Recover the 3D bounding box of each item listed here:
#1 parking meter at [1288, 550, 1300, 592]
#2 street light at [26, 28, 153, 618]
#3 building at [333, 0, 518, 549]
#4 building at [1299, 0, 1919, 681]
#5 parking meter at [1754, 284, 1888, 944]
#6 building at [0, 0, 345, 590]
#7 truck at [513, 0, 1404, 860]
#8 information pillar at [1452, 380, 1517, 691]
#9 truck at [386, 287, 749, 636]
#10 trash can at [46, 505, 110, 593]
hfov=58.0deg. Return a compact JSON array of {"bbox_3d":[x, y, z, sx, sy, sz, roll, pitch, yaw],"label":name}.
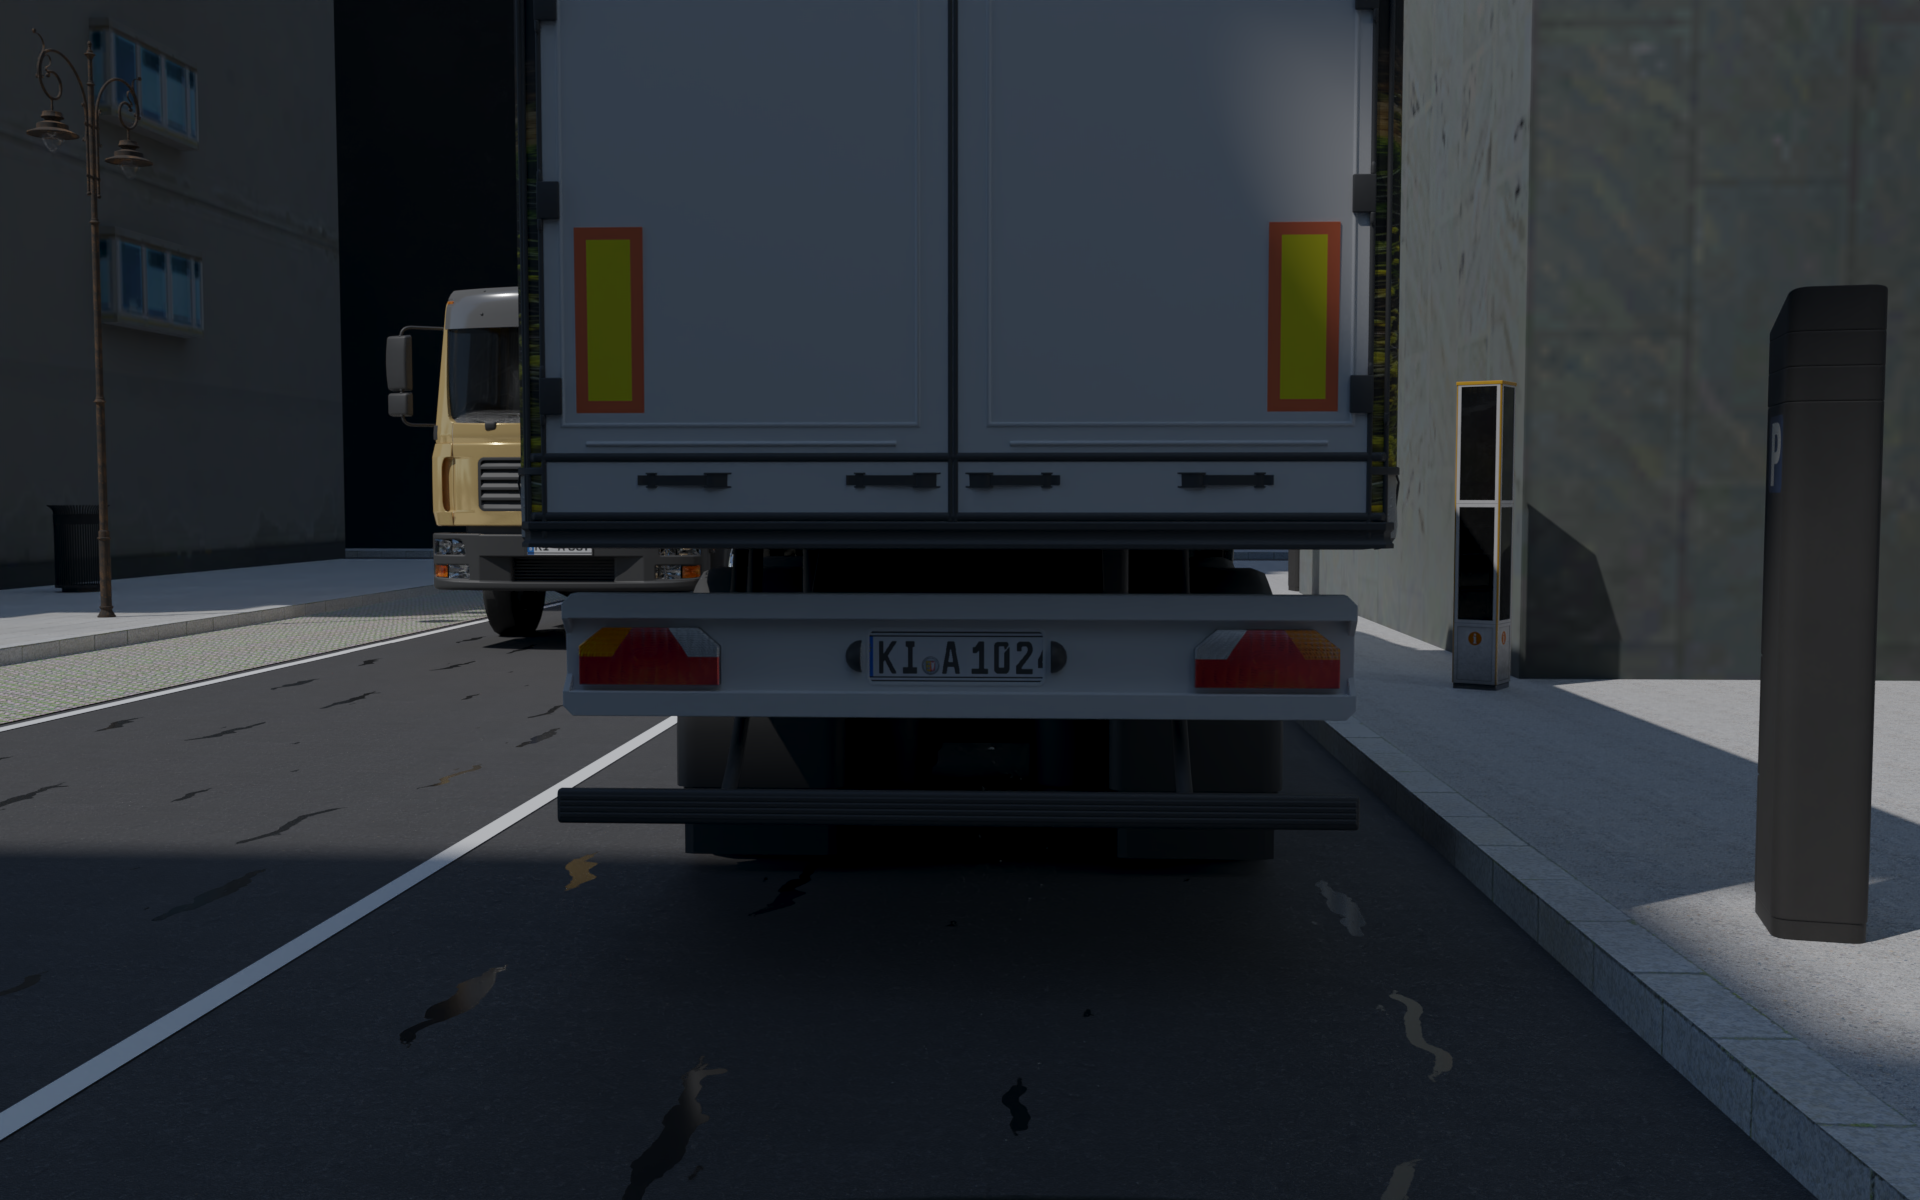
[{"bbox_3d":[4.518,-1.052,22.913,0.255,1.863,0.399,0,4,-6],"label":"parking meter"},{"bbox_3d":[-8.885,-2.756,17.856,0.468,5.910,1.993,0,4,3],"label":"street light"},{"bbox_3d":[-13.914,-13.346,47.892,12.332,23.373,15.834,0,4,3],"label":"building"},{"bbox_3d":[14.772,-42.273,3.831,22.319,86.520,31.000,0,4,3],"label":"building"},{"bbox_3d":[2.519,0.038,5.088,0.255,1.863,0.399,1,4,16],"label":"parking meter"},{"bbox_3d":[-23.253,-24.416,22.901,21.600,48.544,21.300,0,4,3],"label":"building"},{"bbox_3d":[0.258,-1.306,10.261,2.839,4.237,11.283,0,4,3],"label":"truck"},{"bbox_3d":[3.454,-0.424,11.417,0.304,2.012,0.304,2,4,35],"label":"information pillar"},{"bbox_3d":[-3.340,-1.447,19.590,3.469,3.379,9.791,0,4,4],"label":"truck"},{"bbox_3d":[-11.550,-0.677,22.725,0.748,1.137,0.748,0,3,0],"label":"trash can"}]
